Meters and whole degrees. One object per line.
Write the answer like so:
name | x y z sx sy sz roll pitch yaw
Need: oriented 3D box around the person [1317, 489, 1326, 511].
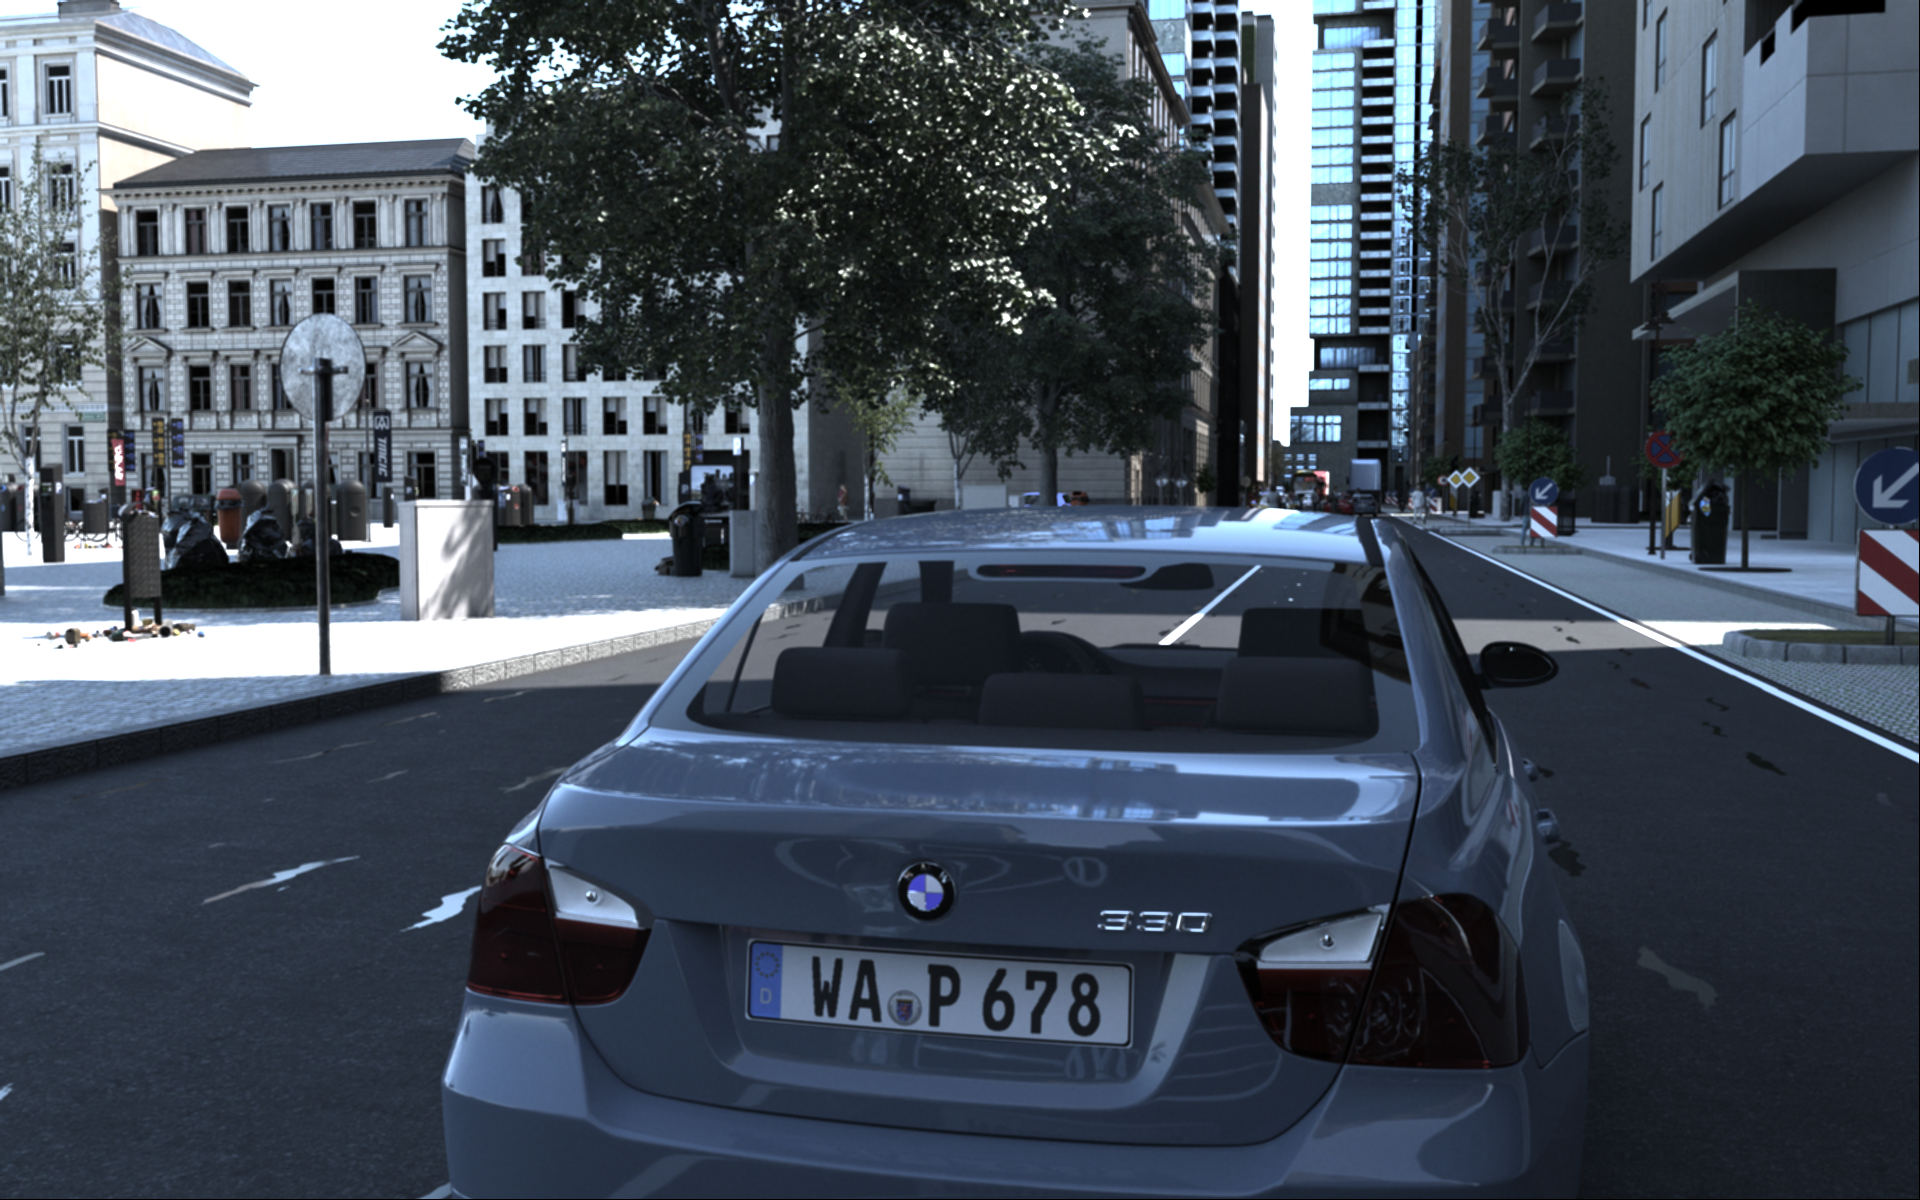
person | 30.925 -8.575 148.646 1.348 1.831 0.705 -2 4 -24

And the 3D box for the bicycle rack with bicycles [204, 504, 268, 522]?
bicycle rack with bicycles | -23.664 -2.775 58.752 2.925 0.926 2.852 -3 4 -36

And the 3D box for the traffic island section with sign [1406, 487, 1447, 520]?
traffic island section with sign | 26.128 -5.383 96.646 1.989 1.847 2.006 1 4 13

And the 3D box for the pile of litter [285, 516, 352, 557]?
pile of litter | -12.718 -1.228 34.038 1.719 0.858 1.176 0 4 5

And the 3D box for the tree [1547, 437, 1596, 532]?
tree | 20.246 -3.891 58.222 1.663 3.219 1.824 0 3 0

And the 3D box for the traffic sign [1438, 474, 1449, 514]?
traffic sign | 31.377 -6.869 112.417 0.768 2.556 0.104 1 4 14

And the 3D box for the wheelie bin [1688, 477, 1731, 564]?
wheelie bin | 13.766 -1.461 31.793 0.693 1.594 0.980 1 4 14

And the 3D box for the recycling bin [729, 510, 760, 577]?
recycling bin | -3.226 -0.884 27.013 0.722 1.027 0.722 -1 4 -9

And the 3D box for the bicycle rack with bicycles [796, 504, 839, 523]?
bicycle rack with bicycles | -6.021 -2.944 61.521 2.852 0.926 2.925 -3 4 -38

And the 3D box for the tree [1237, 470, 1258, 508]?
tree | 22.893 -8.743 137.554 1.663 3.219 1.824 0 3 0

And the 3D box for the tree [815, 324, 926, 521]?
tree | -3.318 -7.059 65.774 4.737 8.622 4.395 0 3 0

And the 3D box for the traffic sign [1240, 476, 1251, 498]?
traffic sign | 20.286 -7.522 123.084 0.768 2.556 0.104 1 4 17

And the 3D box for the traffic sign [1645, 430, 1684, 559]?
traffic sign | 13.868 -2.079 34.105 0.768 2.556 0.104 1 4 14

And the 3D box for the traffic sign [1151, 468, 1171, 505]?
traffic sign | 7.697 -3.834 66.327 0.795 2.450 0.064 1 4 13

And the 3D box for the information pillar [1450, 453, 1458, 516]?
information pillar | 28.290 -6.592 99.136 0.504 3.616 0.183 -2 4 -25

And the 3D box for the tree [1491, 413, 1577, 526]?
tree | 23.280 -5.290 70.204 4.285 4.588 4.351 0 3 0

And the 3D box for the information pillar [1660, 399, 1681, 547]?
information pillar | 16.842 -3.032 40.920 0.183 3.616 0.504 -1 4 -18

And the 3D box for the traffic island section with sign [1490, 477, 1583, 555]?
traffic island section with sign | 13.839 -2.020 41.661 1.989 1.847 2.006 1 4 13

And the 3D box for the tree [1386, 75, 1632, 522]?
tree | 26.319 -13.659 79.221 12.611 20.169 13.585 0 3 0

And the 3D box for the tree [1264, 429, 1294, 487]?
tree | 35.992 -15.096 197.175 4.360 8.622 3.978 0 3 0

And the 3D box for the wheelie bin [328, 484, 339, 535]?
wheelie bin | -19.727 -2.858 54.636 0.980 1.594 0.693 1 4 10

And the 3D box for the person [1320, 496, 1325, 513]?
person | 20.096 -5.106 96.229 0.590 1.304 0.306 -2 4 -30

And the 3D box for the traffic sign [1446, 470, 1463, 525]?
traffic sign | 20.507 -4.158 71.633 0.795 2.450 0.064 1 4 13

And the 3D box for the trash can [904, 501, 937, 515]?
trash can | -0.855 -1.583 37.540 0.748 1.137 0.748 0 3 0

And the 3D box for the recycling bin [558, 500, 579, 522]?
recycling bin | -17.999 -4.102 79.626 0.722 1.027 0.722 2 4 25

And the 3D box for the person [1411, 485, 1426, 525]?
person | 21.233 -4.390 80.158 0.514 1.842 0.818 -2 4 -26

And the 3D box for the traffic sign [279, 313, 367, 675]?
traffic sign | -4.509 -0.741 12.223 0.768 2.556 0.104 1 4 21

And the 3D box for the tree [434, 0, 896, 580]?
tree | -2.348 -7.104 22.812 9.857 13.997 8.962 0 3 0

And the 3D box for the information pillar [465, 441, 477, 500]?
information pillar | -20.290 -4.920 71.796 0.504 3.616 0.183 -1 4 -11

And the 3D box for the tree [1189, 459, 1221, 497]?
tree | 13.448 -6.123 94.720 1.663 3.219 1.824 0 3 0

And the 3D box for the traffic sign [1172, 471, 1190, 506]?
traffic sign | 9.440 -4.311 74.120 0.795 2.450 0.064 1 4 13

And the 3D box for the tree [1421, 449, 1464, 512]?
tree | 35.253 -8.721 126.304 4.285 4.588 4.351 0 3 0

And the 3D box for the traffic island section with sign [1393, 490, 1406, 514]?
traffic island section with sign | 32.015 -6.992 122.952 1.989 1.847 2.006 1 4 13

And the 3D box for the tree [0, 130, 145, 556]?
tree | -19.223 -5.223 35.766 4.360 8.622 3.978 0 3 0

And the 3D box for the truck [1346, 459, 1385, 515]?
truck | 29.803 -8.463 128.122 2.967 4.110 18.799 1 4 14

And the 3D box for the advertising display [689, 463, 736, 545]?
advertising display | -5.194 -1.905 36.362 0.974 1.923 0.123 0 4 -2

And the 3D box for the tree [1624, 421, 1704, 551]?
tree | 16.367 -2.753 39.613 1.663 3.219 1.824 0 3 0

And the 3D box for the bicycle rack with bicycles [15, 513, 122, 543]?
bicycle rack with bicycles | -23.803 -2.033 46.615 2.925 0.926 2.852 -1 4 -21

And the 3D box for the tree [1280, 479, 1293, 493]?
tree | 41.631 -13.818 220.528 1.663 3.219 1.824 0 3 0

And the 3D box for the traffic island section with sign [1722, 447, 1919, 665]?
traffic island section with sign | 7.939 -0.412 15.357 1.989 1.847 2.006 1 4 13

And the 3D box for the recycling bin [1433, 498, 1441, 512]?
recycling bin | 33.674 -6.738 122.715 0.722 1.027 0.722 1 4 8

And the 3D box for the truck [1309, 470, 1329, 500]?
truck | 41.508 -13.012 201.658 2.839 4.237 11.283 1 4 14

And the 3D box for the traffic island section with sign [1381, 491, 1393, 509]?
traffic island section with sign | 48.747 -11.568 197.769 1.989 1.847 2.006 1 4 13

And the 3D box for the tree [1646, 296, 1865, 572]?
tree | 13.242 -2.764 28.910 4.285 4.588 4.351 0 3 0

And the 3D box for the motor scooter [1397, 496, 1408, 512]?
motor scooter | 33.391 -7.214 130.729 0.815 1.314 1.986 1 4 14

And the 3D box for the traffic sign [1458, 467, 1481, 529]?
traffic sign | 18.764 -3.682 63.840 0.795 2.450 0.064 1 4 13

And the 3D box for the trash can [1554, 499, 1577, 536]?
trash can | 18.476 -2.524 52.917 0.748 1.137 0.748 0 3 0

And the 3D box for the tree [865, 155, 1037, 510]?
tree | -0.069 -5.342 37.708 4.360 8.622 3.978 0 3 0

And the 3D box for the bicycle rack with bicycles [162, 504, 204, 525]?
bicycle rack with bicycles | -27.470 -2.909 60.952 2.852 0.926 2.925 -1 4 -16

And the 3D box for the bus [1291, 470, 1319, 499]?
bus | 36.608 -11.769 183.962 2.896 3.916 12.252 1 4 11
